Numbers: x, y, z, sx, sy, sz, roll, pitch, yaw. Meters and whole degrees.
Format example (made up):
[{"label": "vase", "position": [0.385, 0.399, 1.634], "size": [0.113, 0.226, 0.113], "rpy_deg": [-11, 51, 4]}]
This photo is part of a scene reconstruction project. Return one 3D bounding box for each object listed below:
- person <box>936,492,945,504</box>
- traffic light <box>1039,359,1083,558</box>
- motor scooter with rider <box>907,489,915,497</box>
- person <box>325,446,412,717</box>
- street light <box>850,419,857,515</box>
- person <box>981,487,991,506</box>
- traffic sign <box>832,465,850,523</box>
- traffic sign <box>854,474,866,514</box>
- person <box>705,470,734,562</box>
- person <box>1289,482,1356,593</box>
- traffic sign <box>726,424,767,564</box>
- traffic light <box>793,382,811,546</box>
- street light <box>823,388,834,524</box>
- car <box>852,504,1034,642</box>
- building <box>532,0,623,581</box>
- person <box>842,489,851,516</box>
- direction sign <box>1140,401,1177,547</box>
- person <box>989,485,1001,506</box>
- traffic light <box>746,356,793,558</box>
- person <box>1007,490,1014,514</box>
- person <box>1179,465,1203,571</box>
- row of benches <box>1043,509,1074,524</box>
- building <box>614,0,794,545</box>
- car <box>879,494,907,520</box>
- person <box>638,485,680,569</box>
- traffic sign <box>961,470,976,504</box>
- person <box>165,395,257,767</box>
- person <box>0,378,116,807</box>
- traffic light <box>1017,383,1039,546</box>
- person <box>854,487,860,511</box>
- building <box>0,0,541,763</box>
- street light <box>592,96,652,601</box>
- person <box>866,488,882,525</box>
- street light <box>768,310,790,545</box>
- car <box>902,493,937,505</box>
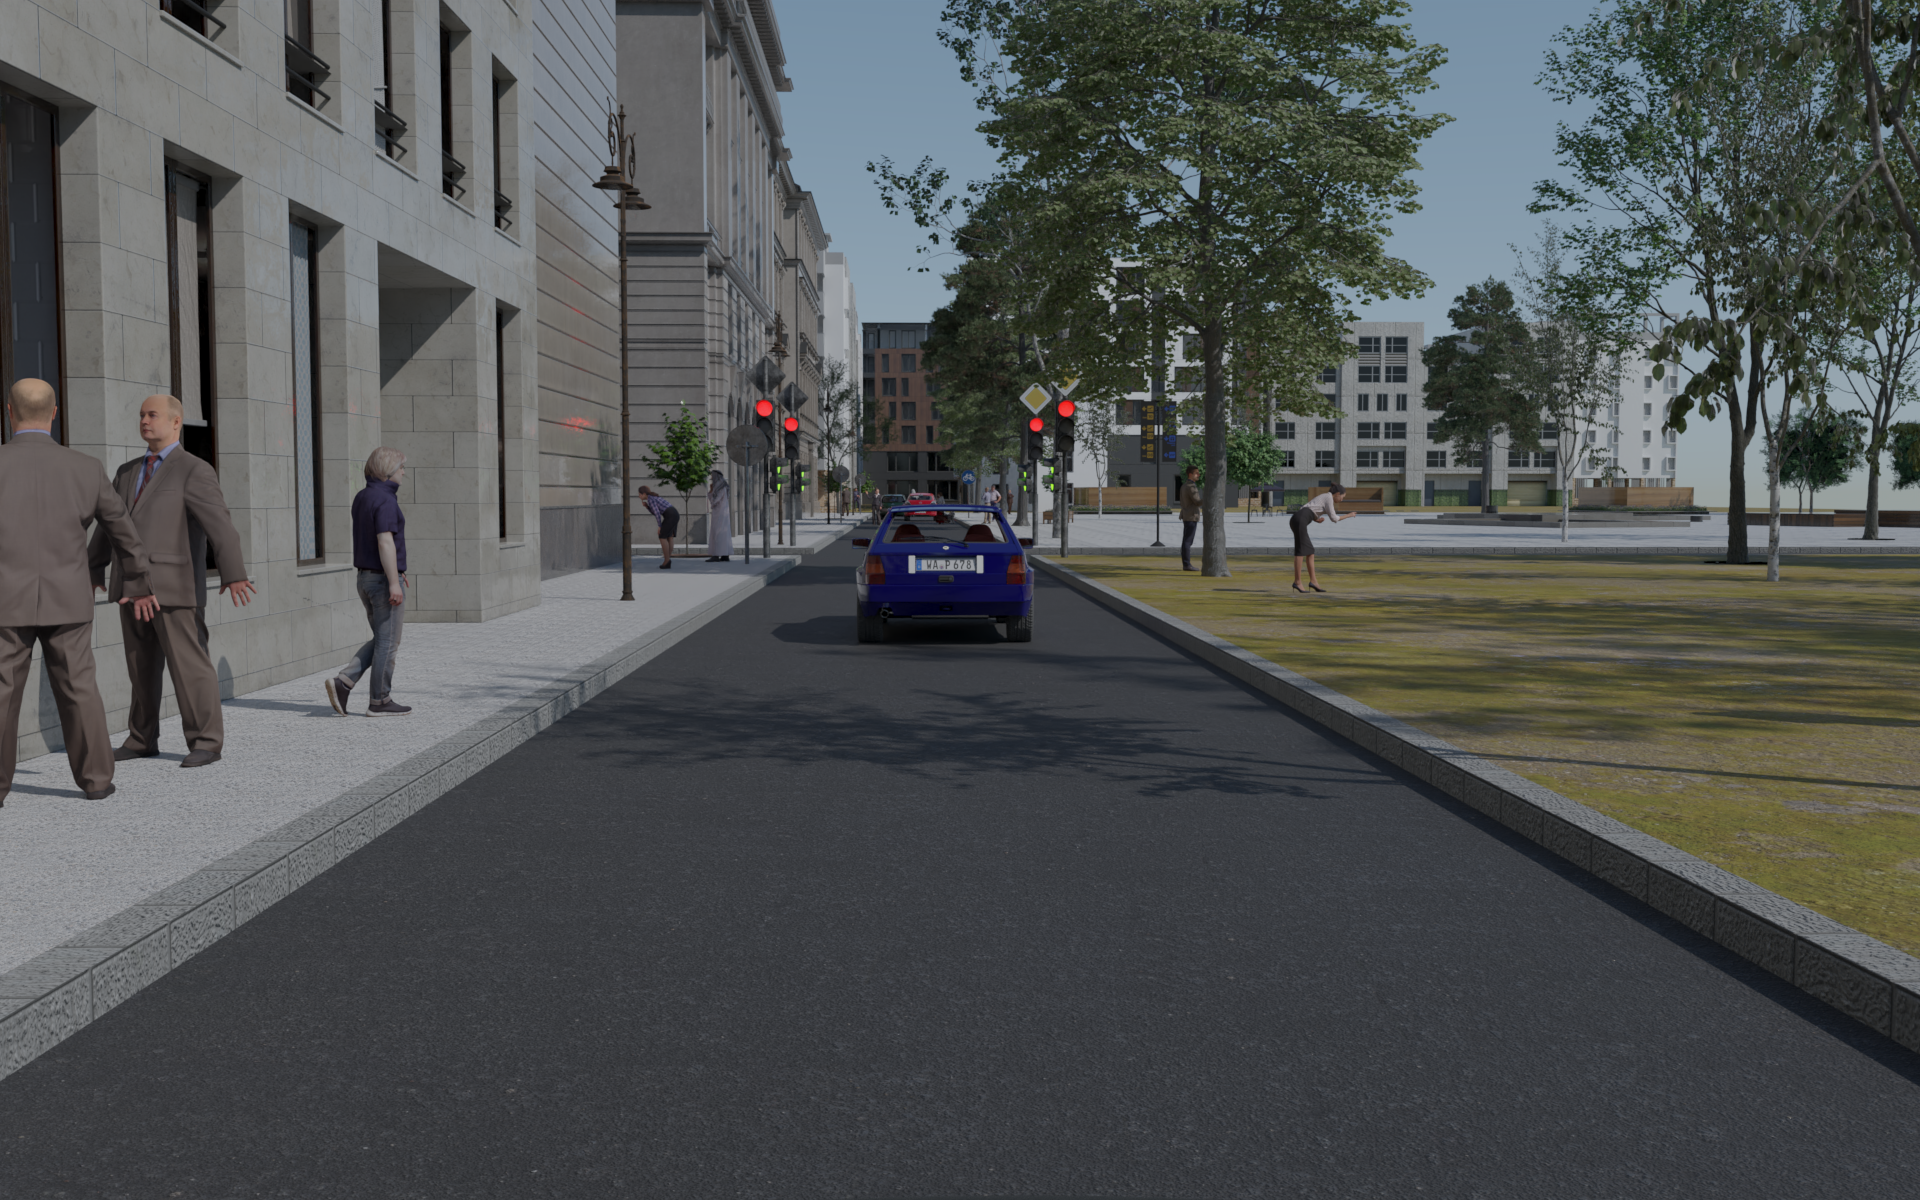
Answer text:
[{"label": "person", "position": [-0.917, -4.332, 81.802], "size": [0.523, 1.526, 0.387], "rpy_deg": [3, 5, 42]}, {"label": "traffic light", "position": [2.092, -2.792, 34.891], "size": [0.839, 4.213, 0.868], "rpy_deg": [0, 4, -2]}, {"label": "motor scooter with rider", "position": [-2.850, -6.054, 107.944], "size": [0.876, 1.779, 1.986], "rpy_deg": [0, 4, -2]}, {"label": "person", "position": [-3.401, -0.107, 10.004], "size": [0.471, 1.553, 0.569], "rpy_deg": [0, 4, -4]}, {"label": "street light", "position": [-6.463, -8.061, 104.577], "size": [0.468, 5.910, 1.993], "rpy_deg": [0, 4, -2]}, {"label": "person", "position": [1.142, -4.080, 74.814], "size": [0.516, 1.574, 0.319], "rpy_deg": [-3, 5, -43]}, {"label": "traffic sign", "position": [-5.297, -4.705, 77.030], "size": [0.768, 2.556, 0.104], "rpy_deg": [0, 4, 1]}, {"label": "traffic sign", "position": [-6.282, -6.659, 108.979], "size": [0.768, 2.556, 0.104], "rpy_deg": [0, 4, 5]}, {"label": "person", "position": [-4.585, -1.596, 32.810], "size": [0.621, 1.740, 0.551], "rpy_deg": [-2, 4, -25]}, {"label": "person", "position": [4.676, -0.813, 22.531], "size": [0.799, 1.438, 0.628], "rpy_deg": [-3, 5, -42]}, {"label": "traffic sign", "position": [-3.901, -1.930, 31.662], "size": [0.768, 2.556, 0.104], "rpy_deg": [0, 4, 4]}, {"label": "traffic light", "position": [-4.112, -3.268, 42.673], "size": [0.839, 4.213, 0.868], "rpy_deg": [0, 4, -2]}, {"label": "street light", "position": [-5.611, -6.180, 73.831], "size": [0.468, 5.910, 1.993], "rpy_deg": [0, 4, -2]}, {"label": "car", "position": [-0.175, -0.338, 18.101], "size": [1.945, 1.354, 3.894], "rpy_deg": [0, 4, -1]}, {"label": "building", "position": [-18.322, -14.003, 26.214], "size": [25.104, 27.353, 12.463], "rpy_deg": [0, 4, -2]}, {"label": "person", "position": [-6.653, -5.728, 100.386], "size": [0.600, 1.739, 0.565], "rpy_deg": [2, 4, 33]}, {"label": "direction sign", "position": [4.826, -3.067, 42.148], "size": [0.876, 3.537, 0.379], "rpy_deg": [0, 4, -1]}, {"label": "person", "position": [1.497, -4.494, 80.454], "size": [0.756, 1.711, 0.436], "rpy_deg": [2, 4, 35]}, {"label": "traffic light", "position": [-3.866, -2.780, 34.692], "size": [0.839, 4.213, 0.868], "rpy_deg": [0, 4, -2]}, {"label": "person", "position": [3.184, -6.173, 109.242], "size": [0.482, 1.546, 0.388], "rpy_deg": [-3, 4, -36]}, {"label": "person", "position": [4.012, -1.365, 28.886], "size": [0.750, 1.759, 0.617], "rpy_deg": [1, 4, 11]}, {"label": "row of benches", "position": [4.325, -3.682, 75.671], "size": [1.422, 0.672, 4.104], "rpy_deg": [1, 4, 14]}, {"label": "building", "position": [-12.648, -13.021, 54.688], "size": [13.314, 21.916, 24.055], "rpy_deg": [0, 4, -2]}, {"label": "car", "position": [-3.709, -5.373, 97.641], "size": [2.009, 1.686, 4.222], "rpy_deg": [0, 4, 0]}, {"label": "person", "position": [-5.149, -1.246, 29.641], "size": [0.697, 1.427, 0.421], "rpy_deg": [0, 4, -6]}, {"label": "traffic sign", "position": [0.461, -5.594, 91.565], "size": [0.768, 2.556, 0.104], "rpy_deg": [0, 4, 0]}, {"label": "person", "position": [-3.804, -0.101, 8.246], "size": [0.990, 1.755, 0.434], "rpy_deg": [1, 4, 22]}, {"label": "person", "position": [-3.878, -0.038, 7.213], "size": [0.990, 1.755, 0.434], "rpy_deg": [-2, 4, -33]}, {"label": "traffic light", "position": [1.846, -3.280, 42.872], "size": [0.839, 4.213, 0.868], "rpy_deg": [0, 4, -2]}, {"label": "person", "position": [-7.547, -7.397, 127.430], "size": [0.683, 1.767, 0.568], "rpy_deg": [-3, 4, -38]}, {"label": "building", "position": [-9.779, -9.550, 10.898], "size": [10.420, 20.320, 16.860], "rpy_deg": [0, 4, -2]}, {"label": "street light", "position": [-4.008, -2.931, 20.704], "size": [0.468, 5.910, 1.993], "rpy_deg": [0, 4, -2]}, {"label": "person", "position": [-3.970, -4.319, 79.914], "size": [0.742, 1.727, 0.445], "rpy_deg": [-2, 4, -25]}, {"label": "street light", "position": [-4.549, -4.340, 43.743], "size": [0.468, 5.910, 1.993], "rpy_deg": [0, 4, -2]}, {"label": "car", "position": [-2.058, -5.114, 92.662], "size": [2.155, 1.783, 4.494], "rpy_deg": [0, 4, 0]}]
